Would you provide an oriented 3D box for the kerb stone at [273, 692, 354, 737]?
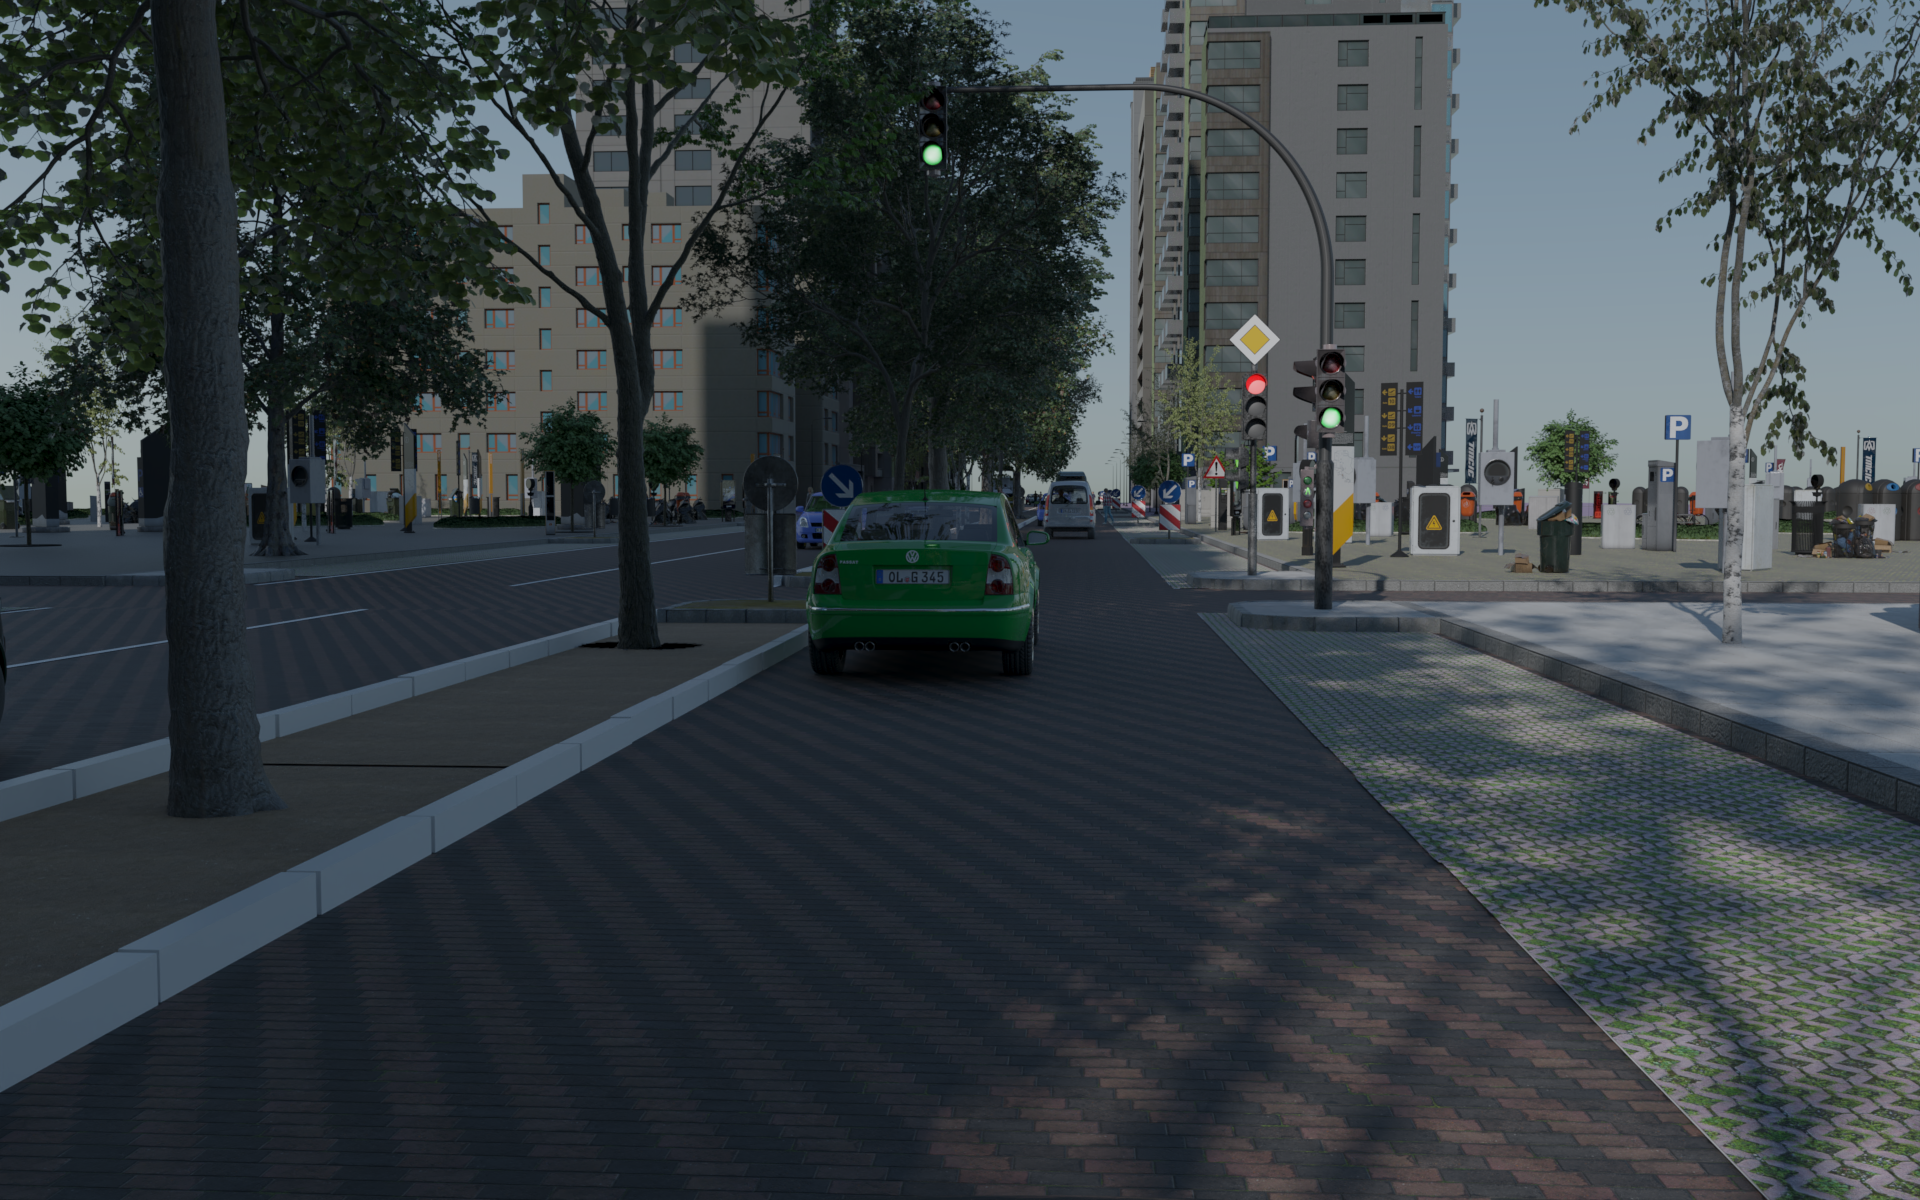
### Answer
[{"bbox_3d":[-4.005,0.713,10.631,0.120,0.150,1.000,0,4,4],"label":"kerb stone"}]

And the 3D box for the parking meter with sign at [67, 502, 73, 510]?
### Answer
[{"bbox_3d":[-50.602,-6.163,97.031,1.738,3.016,0.543,0,4,6],"label":"parking meter with sign"}]

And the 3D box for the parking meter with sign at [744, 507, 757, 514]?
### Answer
[{"bbox_3d":[-11.642,-6.335,99.839,1.738,3.016,0.543,1,4,18],"label":"parking meter with sign"}]

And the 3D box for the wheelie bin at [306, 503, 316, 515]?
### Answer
[{"bbox_3d":[-29.045,-4.251,77.414,0.980,1.594,0.693,-1,4,-22],"label":"wheelie bin"}]

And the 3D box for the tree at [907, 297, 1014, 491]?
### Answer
[{"bbox_3d":[-0.039,-5.904,49.353,4.360,8.622,3.978,0,3,0],"label":"tree"}]

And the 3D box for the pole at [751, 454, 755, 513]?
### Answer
[{"bbox_3d":[-10.470,-5.736,87.621,0.158,3.312,0.155,0,3,0],"label":"pole"}]

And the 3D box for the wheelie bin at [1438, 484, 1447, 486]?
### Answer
[{"bbox_3d":[15.334,-2.882,55.025,0.693,1.594,0.980,3,4,38],"label":"wheelie bin"}]

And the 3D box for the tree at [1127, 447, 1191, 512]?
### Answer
[{"bbox_3d":[13.474,-8.486,122.467,4.285,4.588,4.351,0,3,0],"label":"tree"}]

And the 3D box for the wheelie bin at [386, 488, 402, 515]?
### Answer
[{"bbox_3d":[-29.623,-5.067,90.746,0.980,1.594,0.693,2,4,31],"label":"wheelie bin"}]

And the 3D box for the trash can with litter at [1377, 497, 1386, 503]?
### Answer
[{"bbox_3d":[14.874,-2.961,59.800,1.055,1.170,0.624,0,4,7],"label":"trash can with litter"}]

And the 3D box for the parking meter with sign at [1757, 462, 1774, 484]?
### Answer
[{"bbox_3d":[43.939,-6.071,95.518,1.738,3.016,0.543,-1,4,-17],"label":"parking meter with sign"}]

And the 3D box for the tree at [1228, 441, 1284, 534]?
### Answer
[{"bbox_3d":[9.734,-3.788,56.531,1.663,3.219,1.824,0,3,0],"label":"tree"}]

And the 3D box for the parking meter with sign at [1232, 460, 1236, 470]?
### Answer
[{"bbox_3d":[11.516,-4.359,67.531,1.738,3.016,0.543,1,4,16],"label":"parking meter with sign"}]

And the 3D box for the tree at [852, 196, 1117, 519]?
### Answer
[{"bbox_3d":[0.991,-8.872,64.517,9.611,12.733,9.660,0,3,0],"label":"tree"}]

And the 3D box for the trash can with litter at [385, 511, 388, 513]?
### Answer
[{"bbox_3d":[-31.500,-5.174,95.986,1.055,1.170,0.624,-3,5,-39],"label":"trash can with litter"}]

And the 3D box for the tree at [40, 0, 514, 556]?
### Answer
[{"bbox_3d":[-14.158,-7.270,35.872,9.611,12.733,9.660,0,3,0],"label":"tree"}]

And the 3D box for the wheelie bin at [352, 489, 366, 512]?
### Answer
[{"bbox_3d":[-34.923,-5.651,100.298,0.693,1.594,0.980,3,4,39],"label":"wheelie bin"}]

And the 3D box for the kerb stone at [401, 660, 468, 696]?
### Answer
[{"bbox_3d":[-3.863,0.582,12.685,0.120,0.150,1.000,0,4,4],"label":"kerb stone"}]

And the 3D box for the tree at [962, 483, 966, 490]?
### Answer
[{"bbox_3d":[0.442,-15.330,245.239,1.663,3.219,1.824,0,3,0],"label":"tree"}]

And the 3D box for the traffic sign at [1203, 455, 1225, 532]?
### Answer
[{"bbox_3d":[8.597,-3.556,58.138,0.884,2.594,0.081,0,4,7],"label":"traffic sign"}]

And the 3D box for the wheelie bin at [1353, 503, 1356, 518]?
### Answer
[{"bbox_3d":[18.080,-4.467,80.939,0.980,1.594,0.693,-1,4,-12],"label":"wheelie bin"}]

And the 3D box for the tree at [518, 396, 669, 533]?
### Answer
[{"bbox_3d":[-12.873,-4.522,57.656,4.285,4.588,4.351,0,3,0],"label":"tree"}]

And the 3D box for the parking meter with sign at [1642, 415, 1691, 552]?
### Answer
[{"bbox_3d":[15.835,-2.615,39.013,0.543,3.016,1.738,0,4,3],"label":"parking meter with sign"}]

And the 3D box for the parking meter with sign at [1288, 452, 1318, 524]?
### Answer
[{"bbox_3d":[13.790,-4.564,70.890,1.738,3.016,0.543,-2,4,-31],"label":"parking meter with sign"}]

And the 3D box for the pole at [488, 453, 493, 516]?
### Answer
[{"bbox_3d":[-23.433,-5.667,86.506,0.158,3.312,0.155,0,3,0],"label":"pole"}]

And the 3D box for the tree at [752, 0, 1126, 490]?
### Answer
[{"bbox_3d":[-0.469,-8.109,41.697,9.857,13.997,8.962,0,3,0],"label":"tree"}]

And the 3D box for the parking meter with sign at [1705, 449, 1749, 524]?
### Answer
[{"bbox_3d":[29.422,-4.298,66.527,1.738,3.016,0.543,-2,4,-24],"label":"parking meter with sign"}]

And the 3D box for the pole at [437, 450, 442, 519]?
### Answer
[{"bbox_3d":[-24.090,-5.280,80.164,0.158,3.312,0.155,0,3,0],"label":"pole"}]

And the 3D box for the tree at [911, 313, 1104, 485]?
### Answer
[{"bbox_3d":[2.035,-10.678,87.406,12.009,13.543,11.850,0,3,0],"label":"tree"}]

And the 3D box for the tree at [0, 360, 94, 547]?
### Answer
[{"bbox_3d":[-22.979,-3.604,42.638,4.285,4.588,4.351,0,3,0],"label":"tree"}]

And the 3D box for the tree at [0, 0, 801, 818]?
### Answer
[{"bbox_3d":[-3.270,-5.286,7.004,7.486,12.596,7.792,0,3,0],"label":"tree"}]

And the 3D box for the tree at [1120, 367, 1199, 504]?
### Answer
[{"bbox_3d":[11.398,-8.992,97.376,4.360,8.622,3.978,0,3,0],"label":"tree"}]

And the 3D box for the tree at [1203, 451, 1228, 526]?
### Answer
[{"bbox_3d":[10.574,-4.650,70.626,1.663,3.219,1.824,0,3,0],"label":"tree"}]

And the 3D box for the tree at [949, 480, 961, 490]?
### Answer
[{"bbox_3d":[-1.316,-13.899,221.851,1.663,3.219,1.824,0,3,0],"label":"tree"}]

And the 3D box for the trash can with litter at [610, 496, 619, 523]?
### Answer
[{"bbox_3d":[-15.665,-4.014,76.688,2.233,1.210,1.678,-3,5,-40],"label":"trash can with litter"}]

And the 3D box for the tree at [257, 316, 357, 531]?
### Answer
[{"bbox_3d":[-22.558,-6.695,59.829,4.737,8.622,4.395,0,3,0],"label":"tree"}]

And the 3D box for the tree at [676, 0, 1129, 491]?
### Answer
[{"bbox_3d":[-1.225,-5.790,31.528,8.767,10.594,7.601,0,4,4],"label":"tree"}]

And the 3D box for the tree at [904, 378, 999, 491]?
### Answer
[{"bbox_3d":[0.207,-6.284,55.556,4.737,8.622,4.395,0,3,0],"label":"tree"}]

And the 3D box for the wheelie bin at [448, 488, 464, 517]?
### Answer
[{"bbox_3d":[-25.683,-4.920,88.350,0.693,1.594,0.980,-2,4,-30],"label":"wheelie bin"}]

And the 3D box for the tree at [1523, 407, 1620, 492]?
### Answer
[{"bbox_3d":[23.165,-5.026,65.893,4.285,4.588,4.351,0,3,0],"label":"tree"}]

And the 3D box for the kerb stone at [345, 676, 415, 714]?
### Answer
[{"bbox_3d":[-3.938,0.654,11.652,0.120,0.150,1.000,0,4,4],"label":"kerb stone"}]

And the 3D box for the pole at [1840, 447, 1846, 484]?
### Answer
[{"bbox_3d":[37.993,-4.940,74.609,0.158,3.312,0.155,0,3,0],"label":"pole"}]

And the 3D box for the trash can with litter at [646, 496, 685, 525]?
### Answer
[{"bbox_3d":[-12.565,-3.743,72.248,2.233,1.210,1.678,-1,4,-16],"label":"trash can with litter"}]

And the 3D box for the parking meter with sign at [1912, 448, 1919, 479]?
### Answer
[{"bbox_3d":[36.597,-4.203,64.986,0.543,3.016,1.738,-1,4,-15],"label":"parking meter with sign"}]

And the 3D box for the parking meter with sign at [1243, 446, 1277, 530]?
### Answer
[{"bbox_3d":[10.684,-4.010,61.831,0.543,3.016,1.738,3,4,36],"label":"parking meter with sign"}]

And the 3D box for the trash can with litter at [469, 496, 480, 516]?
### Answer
[{"bbox_3d":[-23.092,-4.299,81.344,2.233,1.210,1.678,1,4,14],"label":"trash can with litter"}]

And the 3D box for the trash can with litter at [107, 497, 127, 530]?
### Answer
[{"bbox_3d":[-30.174,-3.097,62.023,0.624,1.170,1.055,-2,4,-26],"label":"trash can with litter"}]

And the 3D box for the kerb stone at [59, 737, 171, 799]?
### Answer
[{"bbox_3d":[-4.150,0.832,8.585,0.120,0.150,1.000,0,4,4],"label":"kerb stone"}]

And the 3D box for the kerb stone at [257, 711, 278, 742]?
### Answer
[{"bbox_3d":[-4.088,0.770,9.606,0.120,0.150,1.000,0,4,4],"label":"kerb stone"}]

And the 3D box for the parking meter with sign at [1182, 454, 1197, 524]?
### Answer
[{"bbox_3d":[9.820,-4.747,73.871,0.543,3.016,1.738,0,4,0],"label":"parking meter with sign"}]

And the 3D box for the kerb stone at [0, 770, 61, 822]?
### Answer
[{"bbox_3d":[-4.223,0.895,7.563,0.120,0.150,1.000,0,4,4],"label":"kerb stone"}]

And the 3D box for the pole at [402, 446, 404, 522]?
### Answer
[{"bbox_3d":[-23.116,-4.793,72.204,0.158,3.312,0.155,0,3,0],"label":"pole"}]

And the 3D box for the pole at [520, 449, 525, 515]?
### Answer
[{"bbox_3d":[-19.871,-5.186,78.633,0.158,3.312,0.155,0,3,0],"label":"pole"}]

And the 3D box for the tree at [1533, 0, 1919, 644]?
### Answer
[{"bbox_3d":[6.871,-3.927,14.569,4.360,8.622,3.978,0,3,0],"label":"tree"}]

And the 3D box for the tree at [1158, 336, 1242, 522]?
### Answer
[{"bbox_3d":[11.167,-7.948,80.318,4.737,8.622,4.395,0,3,0],"label":"tree"}]

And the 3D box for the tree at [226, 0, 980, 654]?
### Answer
[{"bbox_3d":[-3.081,-5.359,15.831,9.928,11.665,9.643,0,3,0],"label":"tree"}]

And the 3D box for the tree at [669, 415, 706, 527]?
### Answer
[{"bbox_3d":[-11.695,-5.185,68.482,4.285,4.588,4.351,0,3,0],"label":"tree"}]

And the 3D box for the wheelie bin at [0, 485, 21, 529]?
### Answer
[{"bbox_3d":[-34.878,-3.387,63.287,0.693,1.594,0.980,2,4,26],"label":"wheelie bin"}]

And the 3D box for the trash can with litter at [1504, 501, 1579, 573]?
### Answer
[{"bbox_3d":[9.462,-1.028,28.196,1.055,1.170,0.624,0,4,2],"label":"trash can with litter"}]
